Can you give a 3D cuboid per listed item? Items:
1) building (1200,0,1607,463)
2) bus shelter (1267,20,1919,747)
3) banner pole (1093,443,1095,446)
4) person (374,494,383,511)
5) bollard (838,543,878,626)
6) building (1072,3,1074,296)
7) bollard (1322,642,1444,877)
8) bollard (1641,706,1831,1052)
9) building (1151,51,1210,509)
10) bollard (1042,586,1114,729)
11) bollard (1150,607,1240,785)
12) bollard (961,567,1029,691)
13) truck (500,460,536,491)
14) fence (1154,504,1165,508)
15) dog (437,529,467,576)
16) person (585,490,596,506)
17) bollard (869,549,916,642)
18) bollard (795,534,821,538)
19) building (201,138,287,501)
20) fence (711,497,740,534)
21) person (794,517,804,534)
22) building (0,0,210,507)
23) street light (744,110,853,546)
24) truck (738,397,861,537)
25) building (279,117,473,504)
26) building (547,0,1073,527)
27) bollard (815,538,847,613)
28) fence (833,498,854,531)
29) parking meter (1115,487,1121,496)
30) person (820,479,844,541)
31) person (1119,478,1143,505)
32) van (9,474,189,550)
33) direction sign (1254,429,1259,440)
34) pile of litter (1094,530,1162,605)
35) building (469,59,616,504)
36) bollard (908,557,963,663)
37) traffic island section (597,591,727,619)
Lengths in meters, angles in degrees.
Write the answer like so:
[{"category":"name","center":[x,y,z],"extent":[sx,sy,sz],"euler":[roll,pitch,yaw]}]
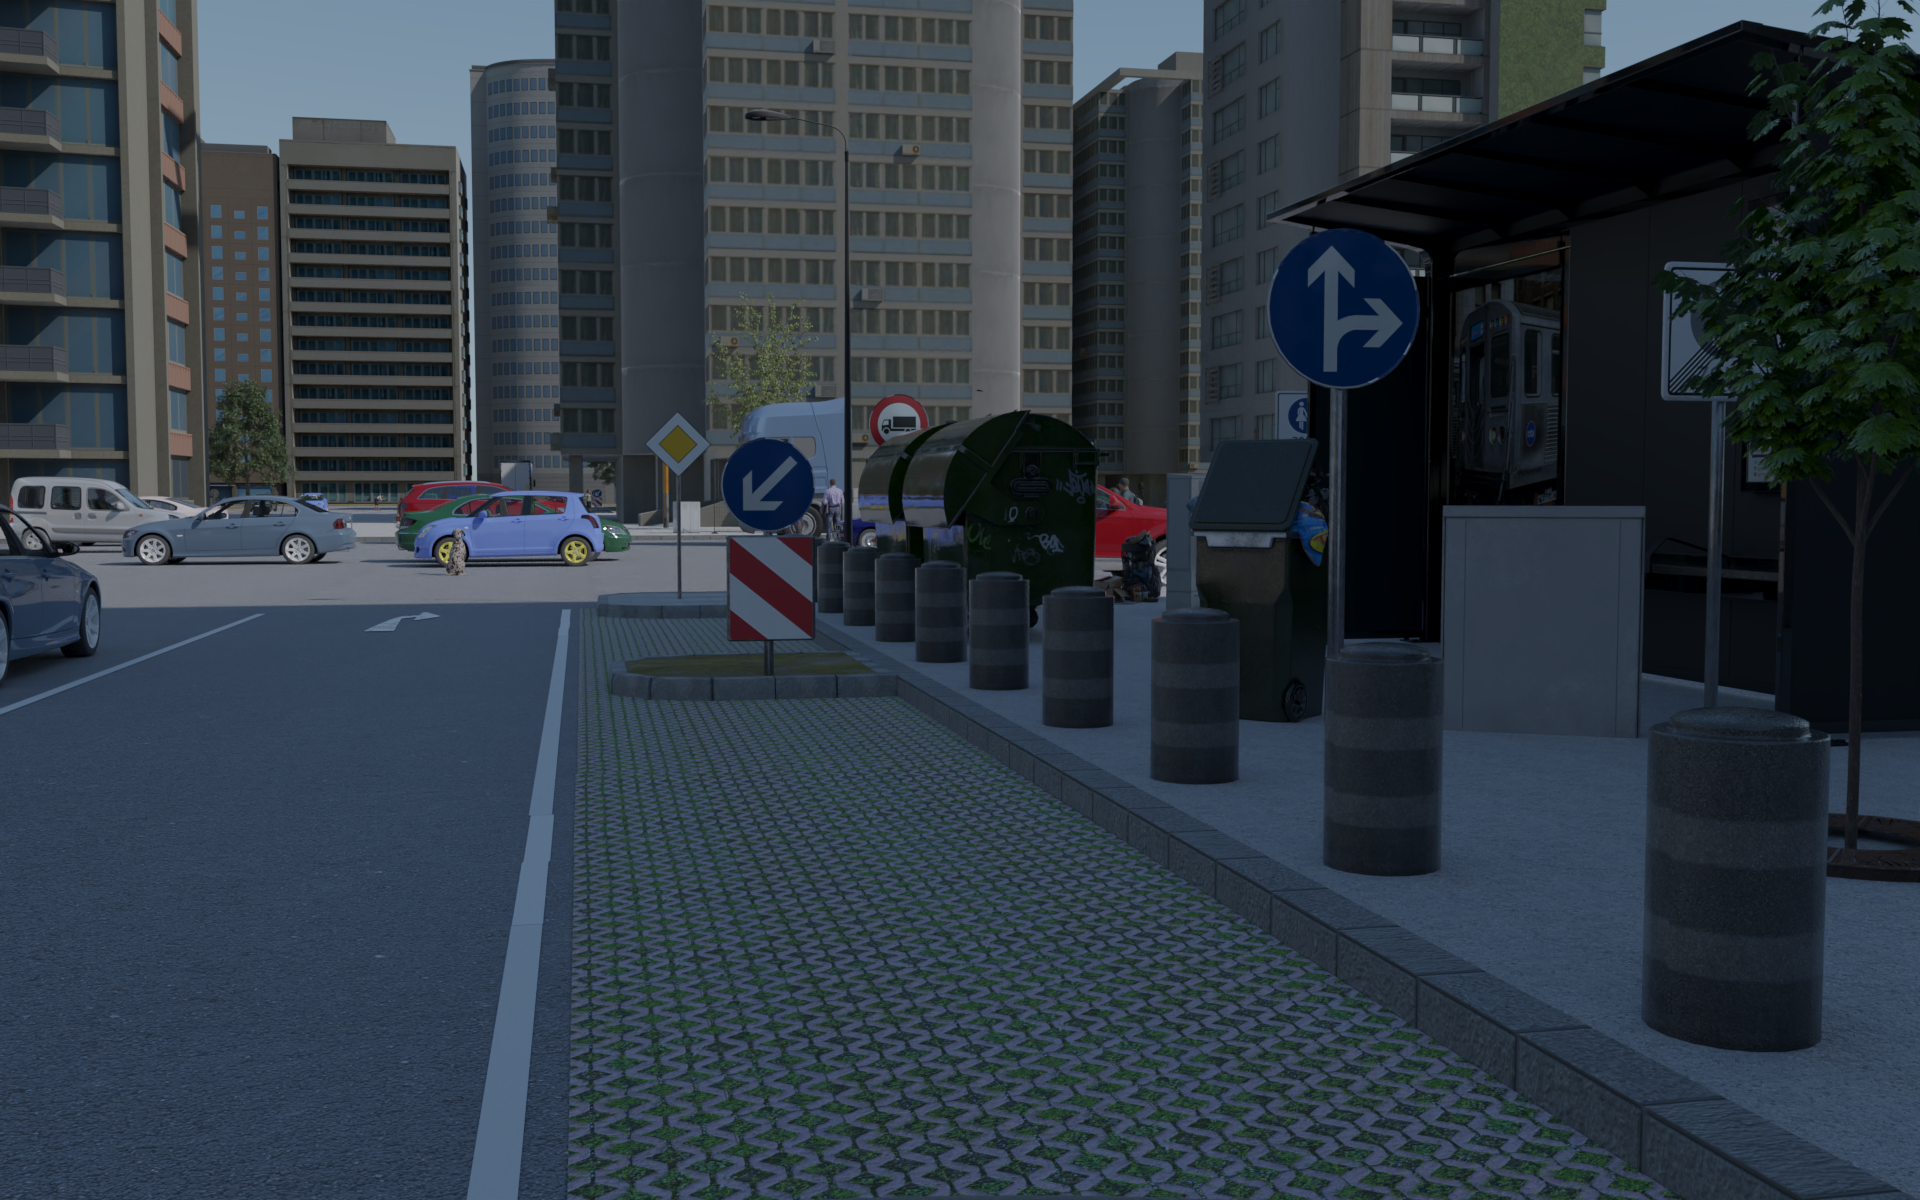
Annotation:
[{"category":"building","center":[20.401,-24.374,82.108],"extent":[14.086,41.232,14.154],"euler":[-1,4,-12]},{"category":"bus shelter","center":[4.066,-1.258,11.847],"extent":[1.731,3.624,6.357],"euler":[-1,4,-12]},{"category":"banner pole","center":[4.993,-4.843,69.201],"extent":[0.863,3.779,0.401],"euler":[1,4,8]},{"category":"person","center":[-49.453,-8.304,147.455],"extent":[0.628,1.438,0.799],"euler":[2,4,34]},{"category":"bollard","center":[-0.944,-0.138,16.977],"extent":[0.404,0.777,0.398],"euler":[0,3,0]},{"category":"building","center":[-3.278,-32.664,153.665],"extent":[23.786,49.044,30.456],"euler":[-1,4,-12]},{"category":"bollard","center":[1.460,0.534,5.981],"extent":[0.404,0.777,0.398],"euler":[0,3,0]},{"category":"bollard","center":[1.857,0.646,4.153],"extent":[0.404,0.777,0.398],"euler":[0,3,0]},{"category":"building","center":[20.802,-28.541,158.531],"extent":[23.993,40.220,32.217],"euler":[-1,4,-12]},{"category":"bollard","center":[0.658,0.310,9.646],"extent":[0.404,0.777,0.398],"euler":[0,3,0]},{"category":"bollard","center":[1.061,0.422,7.818],"extent":[0.404,0.777,0.398],"euler":[0,3,0]},{"category":"bollard","center":[0.260,0.198,11.474],"extent":[0.404,0.777,0.398],"euler":[0,3,0]},{"category":"truck","center":[-37.698,-9.701,147.528],"extent":[2.839,4.237,11.283],"euler":[-1,4,-13]},{"category":"fence","center":[12.626,-5.616,107.198],"extent":[2.069,0.683,0.278],"euler":[1,4,9]},{"category":"dog","center":[-8.993,-0.838,30.542],"extent":[0.513,0.831,0.800],"euler":[3,4,36]},{"category":"person","center":[-25.715,-6.785,120.221],"extent":[0.721,1.735,1.217],"euler":[2,4,29]},{"category":"bollard","center":[-0.541,-0.026,15.149],"extent":[0.404,0.777,0.398],"euler":[0,3,0]},{"category":"bollard","center":[-1.737,-0.362,20.634],"extent":[0.404,0.777,0.398],"euler":[0,3,0]},{"category":"building","center":[-92.972,-34.889,220.539],"extent":[14.200,45.320,14.600],"euler":[-1,4,-12]},{"category":"fence","center":[-6.930,-2.758,56.290],"extent":[2.264,1.192,0.480],"euler":[-1,4,-13]},{"category":"person","center":[-3.882,-1.903,41.485],"extent":[0.662,1.594,0.647],"euler":[1,4,11]},{"category":"building","center":[-47.734,-25.528,72.014],"extent":[28.867,44.769,22.147],"euler":[-1,4,-12]},{"category":"street light","center":[-1.913,-2.977,21.211],"extent":[1.470,5.913,1.316],"euler":[-1,4,-12]},{"category":"truck","center":[2.367,-3.687,50.038],"extent":[18.799,4.110,2.967],"euler":[-1,4,-12]},{"category":"building","center":[-75.988,-36.925,227.420],"extent":[21.600,48.544,21.300],"euler":[-1,4,-12]},{"category":"building","center":[-7.484,-23.928,83.100],"extent":[23.993,40.220,32.217],"euler":[-1,4,-12]},{"category":"bollard","center":[-1.346,-0.250,18.804],"extent":[0.404,0.777,0.398],"euler":[0,3,0]},{"category":"fence","center":[-3.545,-2.773,56.546],"extent":[2.264,1.192,0.480],"euler":[1,4,12]},{"category":"parking meter","center":[10.989,-7.014,120.382],"extent":[0.255,1.863,0.399],"euler":[-2,4,-29]},{"category":"person","center":[-3.412,-2.327,46.418],"extent":[0.709,1.838,0.599],"euler":[-1,4,-16]},{"category":"person","center":[3.626,-1.769,37.770],"extent":[0.721,1.781,0.623],"euler":[0,4,6]},{"category":"van","center":[-21.062,-2.178,42.627],"extent":[4.112,2.044,2.013],"euler":[-1,4,-10]},{"category":"direction sign","center":[10.331,-4.187,60.455],"extent":[0.379,3.537,0.876],"euler":[0,4,0]},{"category":"pile of litter","center":[1.905,-0.424,20.900],"extent":[1.176,0.858,1.719],"euler":[2,4,26]},{"category":"building","center":[-50.648,-42.258,232.915],"extent":[28.212,58.520,21.231],"euler":[-1,4,-12]},{"category":"bollard","center":[-0.143,0.086,13.308],"extent":[0.404,0.777,0.398],"euler":[0,3,0]},{"category":"traffic island section","center":[-3.416,0.064,21.231],"extent":[2.009,0.180,2.903],"euler":[-1,4,-12]}]
